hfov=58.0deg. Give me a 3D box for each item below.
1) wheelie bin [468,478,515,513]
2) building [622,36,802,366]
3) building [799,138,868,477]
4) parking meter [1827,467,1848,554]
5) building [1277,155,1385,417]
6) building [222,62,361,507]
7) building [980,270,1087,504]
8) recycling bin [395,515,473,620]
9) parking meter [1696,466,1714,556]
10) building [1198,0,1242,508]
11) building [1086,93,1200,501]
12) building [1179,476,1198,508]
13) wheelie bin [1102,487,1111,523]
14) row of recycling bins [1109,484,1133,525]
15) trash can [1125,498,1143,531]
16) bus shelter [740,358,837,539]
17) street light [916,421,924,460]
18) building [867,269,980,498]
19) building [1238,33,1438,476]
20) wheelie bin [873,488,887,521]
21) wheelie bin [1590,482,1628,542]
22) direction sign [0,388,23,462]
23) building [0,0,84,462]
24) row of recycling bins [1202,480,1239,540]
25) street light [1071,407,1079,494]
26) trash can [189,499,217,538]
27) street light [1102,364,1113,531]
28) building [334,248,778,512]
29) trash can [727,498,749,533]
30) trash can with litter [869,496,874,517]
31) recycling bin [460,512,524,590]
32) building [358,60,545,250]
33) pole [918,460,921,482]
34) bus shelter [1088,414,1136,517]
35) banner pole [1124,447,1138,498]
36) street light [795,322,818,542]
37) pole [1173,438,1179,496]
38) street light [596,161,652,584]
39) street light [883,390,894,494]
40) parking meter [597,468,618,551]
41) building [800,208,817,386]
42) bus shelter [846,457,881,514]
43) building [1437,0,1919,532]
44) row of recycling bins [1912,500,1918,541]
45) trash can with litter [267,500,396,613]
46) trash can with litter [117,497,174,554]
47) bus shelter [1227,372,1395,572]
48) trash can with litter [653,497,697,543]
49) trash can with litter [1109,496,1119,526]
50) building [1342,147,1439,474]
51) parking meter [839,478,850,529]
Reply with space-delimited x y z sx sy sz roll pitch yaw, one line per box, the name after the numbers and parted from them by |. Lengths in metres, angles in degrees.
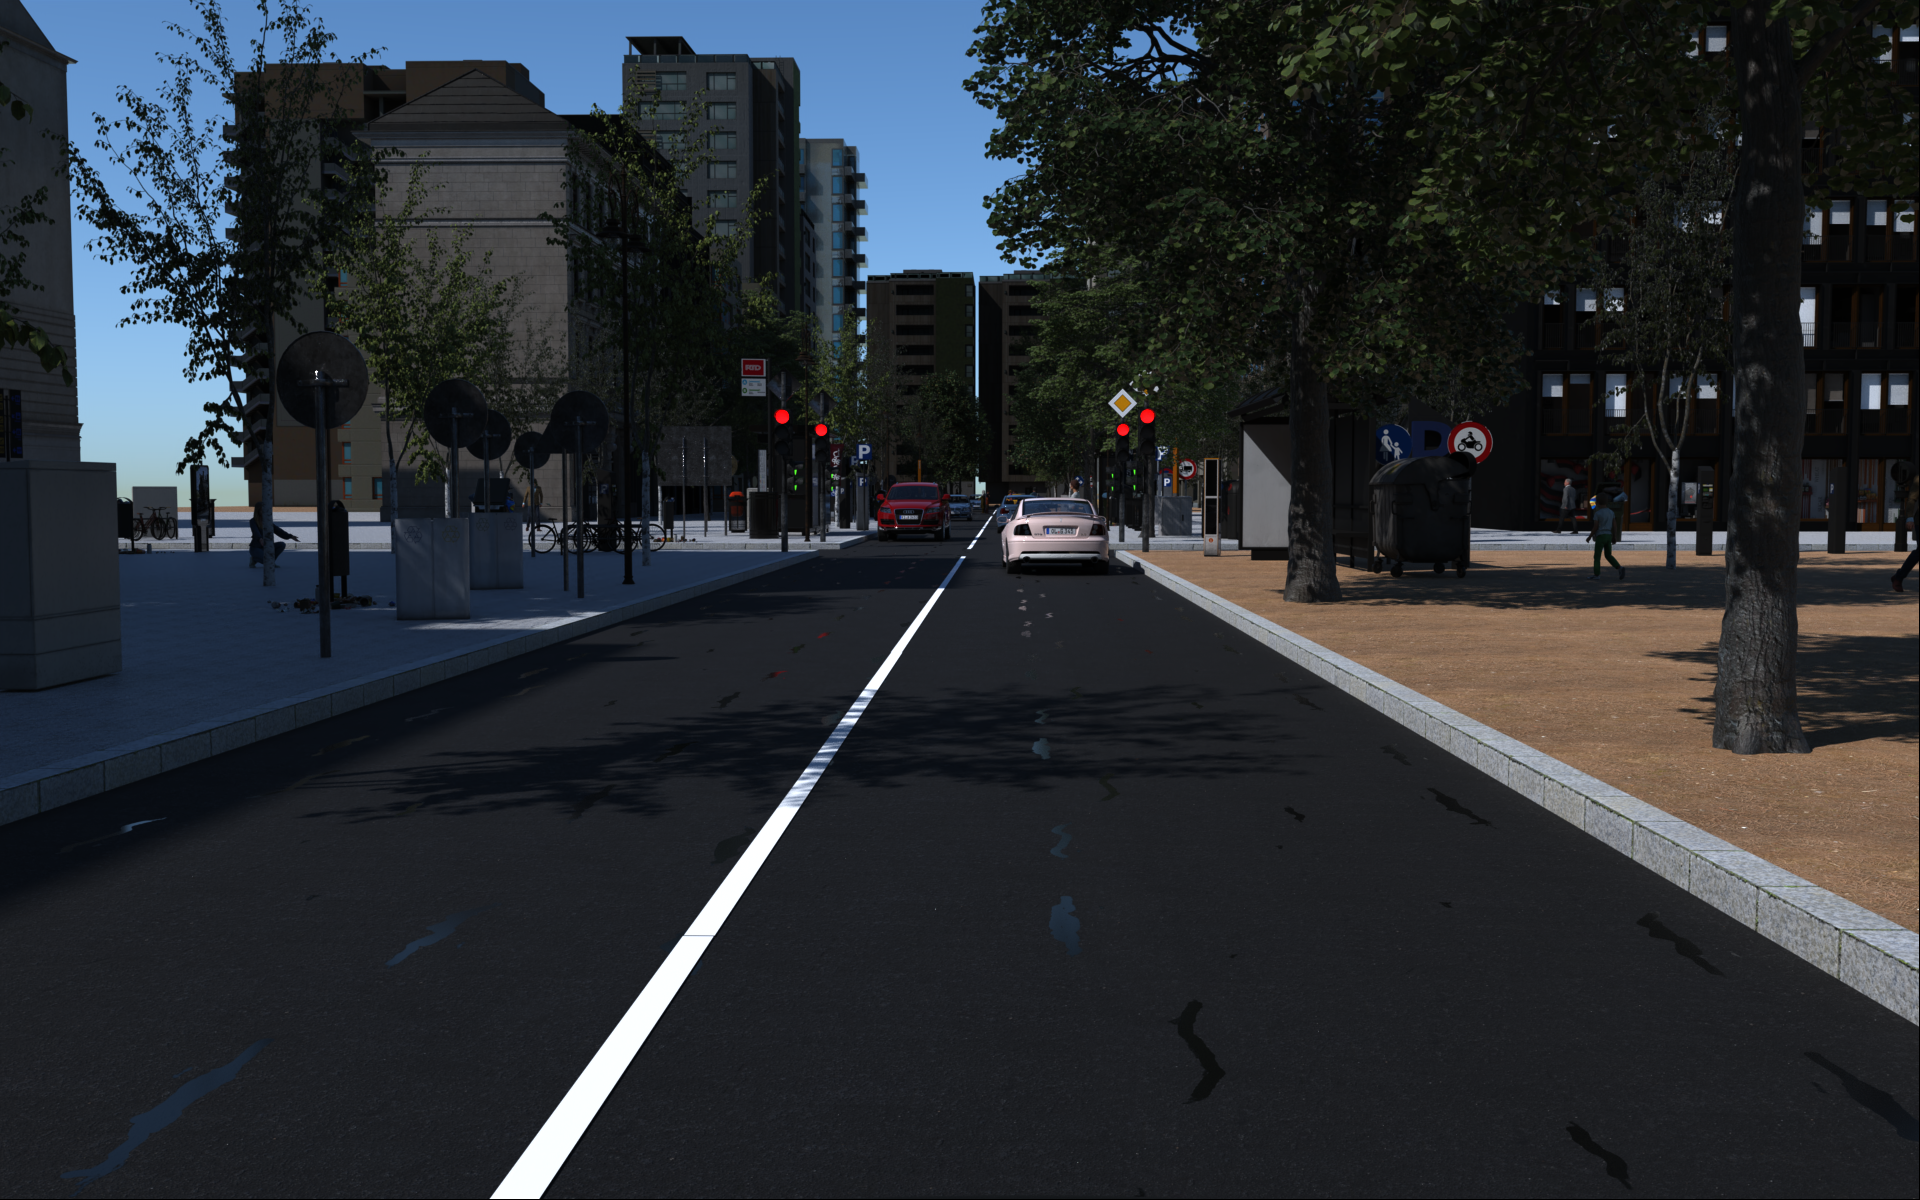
-9.199 -1.604 34.137 0.980 1.594 0.693 0 4 4 | wheelie bin
-22.258 -28.999 157.733 14.154 41.232 14.086 0 4 2 | building
-27.458 -37.420 231.430 30.456 49.044 23.786 0 4 2 | building
18.873 -1.929 37.253 0.255 1.863 0.399 1 4 8 | parking meter
28.212 -16.304 108.363 13.314 21.916 24.055 0 4 2 | building
-65.178 -32.276 177.819 14.200 45.320 14.600 0 4 2 | building
9.364 -27.824 226.624 14.107 30.474 14.160 0 4 2 | building
-5.471 -0.332 17.977 0.722 1.027 0.722 -1 4 -17 | recycling bin
15.493 -1.854 36.016 0.255 1.863 0.399 1 4 11 | parking meter
32.163 -31.989 146.715 21.300 48.544 21.600 0 4 2 | building
30.425 -39.315 232.031 27.495 52.752 28.713 0 4 2 | building
37.925 -29.217 169.574 32.217 40.220 23.993 0 4 2 | building
6.750 -4.268 77.694 0.693 1.594 0.980 1 4 17 | wheelie bin
6.857 -4.078 73.787 1.069 1.692 3.534 0 4 5 | row of recycling bins
6.543 -3.270 65.113 0.748 1.137 0.748 0 3 0 | trash can
-5.306 -4.656 53.753 2.179 5.291 8.768 0 4 1 | bus shelter
-2.482 -8.241 107.528 0.468 5.910 1.993 0 4 2 | street light
-4.964 -27.784 225.965 14.107 30.474 14.160 0 4 2 | building
28.776 -29.289 128.979 14.600 45.320 14.200 0 4 2 | building
-3.822 -4.597 83.076 0.693 1.594 0.980 0 4 -7 | wheelie bin
17.437 -2.358 46.469 0.980 1.594 0.693 0 4 -2 | wheelie bin
-20.527 -2.775 37.369 0.379 3.537 0.876 1 4 9 | direction sign
-44.414 -13.195 64.894 18.267 20.994 9.793 0 4 2 | building
7.895 -2.599 49.601 1.069 1.692 3.534 -1 4 -13 | row of recycling bins
5.954 -7.202 90.536 0.468 5.910 1.993 0 4 2 | street light
-22.035 -2.372 50.436 0.748 1.137 0.748 0 3 0 | trash can
5.148 -5.345 60.180 0.468 5.910 1.993 0 4 2 | street light
-30.041 -17.850 136.880 27.650 21.520 28.899 0 4 2 | building
-7.382 -2.808 57.572 0.748 1.137 0.748 0 3 0 | trash can
-4.505 -5.086 94.539 1.055 1.170 0.624 -1 4 -23 | trash can with litter
-6.389 -0.675 23.593 0.722 1.027 0.722 -2 4 -28 | recycling bin
-50.999 -32.216 176.836 14.200 45.320 14.600 0 4 2 | building
-2.424 -6.722 103.751 0.158 3.312 0.155 0 3 0 | pole
7.359 -6.490 83.745 2.179 5.291 8.768 0 4 1 | bus shelter
7.553 -5.263 76.063 0.863 3.779 0.401 -1 4 -22 | banner pole
-4.120 -4.514 46.593 0.468 5.910 1.993 0 4 2 | street light
7.171 -3.893 57.498 0.158 3.312 0.155 0 3 0 | pole
-4.724 -3.163 24.504 0.468 5.910 1.993 0 4 2 | street light
-3.219 -6.384 77.171 0.468 5.910 1.993 0 4 2 | street light
-7.932 -2.034 38.972 0.399 1.863 0.255 1 4 17 | parking meter
-21.994 -24.801 177.202 14.107 30.474 14.160 0 4 2 | building
-6.053 -7.196 108.940 1.731 3.624 6.357 0 4 2 | bus shelter
27.366 -14.365 64.545 15.834 23.373 12.332 0 4 2 | building
27.481 -2.539 48.629 1.069 1.692 3.534 3 5 39 | row of recycling bins
-7.282 -0.523 19.604 1.678 1.210 2.233 0 4 -3 | trash can with litter
-18.313 -1.611 37.403 2.233 1.210 1.678 1 4 18 | trash can with litter
6.111 -2.261 30.888 2.014 3.302 5.546 0 4 1 | bus shelter
-7.643 -2.186 46.800 1.678 1.210 2.233 1 4 10 | trash can with litter
5.936 -3.589 69.740 1.678 1.210 2.233 2 4 27 | trash can with litter
27.695 -13.493 88.070 16.820 18.784 16.811 0 4 2 | building
-4.286 -3.585 64.319 0.399 1.863 0.255 3 5 44 | parking meter
